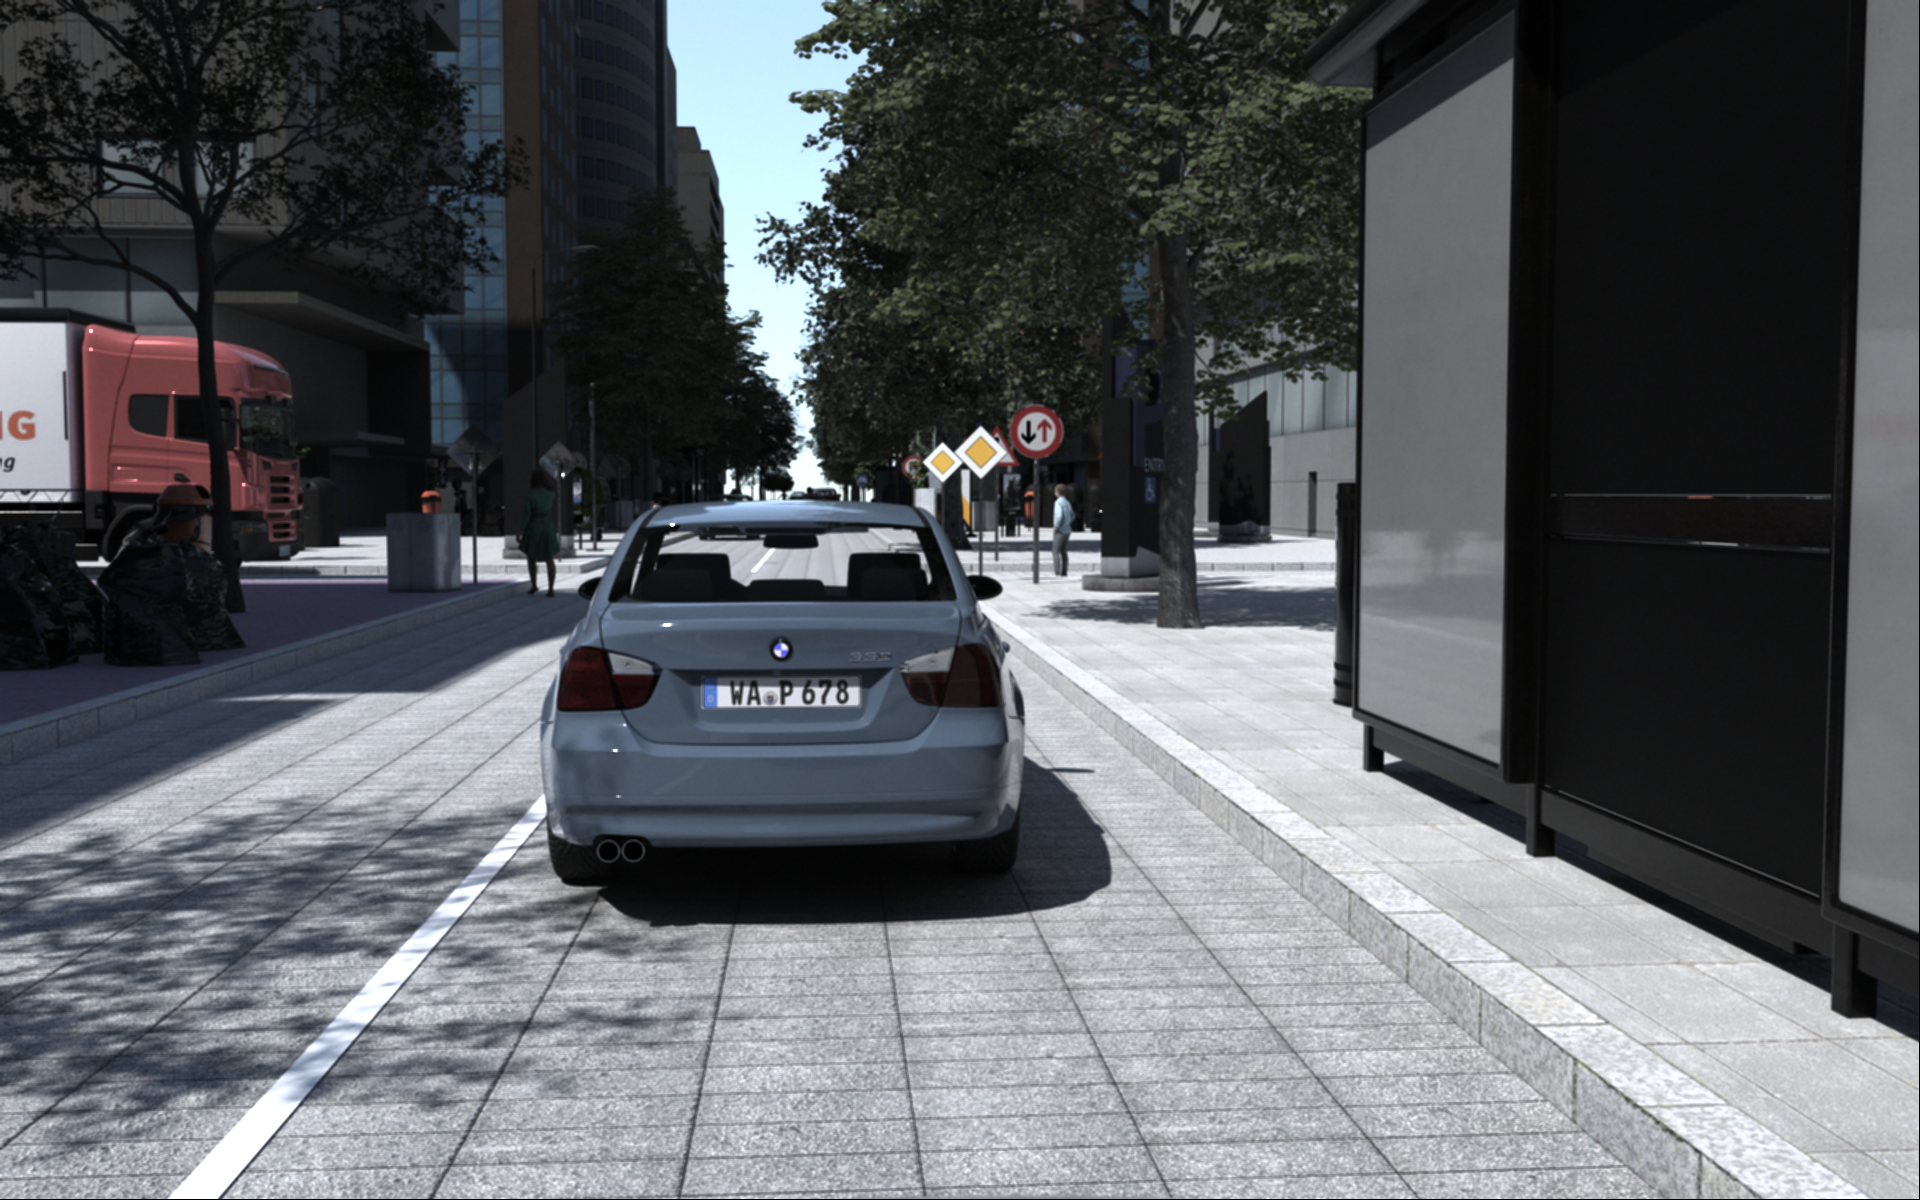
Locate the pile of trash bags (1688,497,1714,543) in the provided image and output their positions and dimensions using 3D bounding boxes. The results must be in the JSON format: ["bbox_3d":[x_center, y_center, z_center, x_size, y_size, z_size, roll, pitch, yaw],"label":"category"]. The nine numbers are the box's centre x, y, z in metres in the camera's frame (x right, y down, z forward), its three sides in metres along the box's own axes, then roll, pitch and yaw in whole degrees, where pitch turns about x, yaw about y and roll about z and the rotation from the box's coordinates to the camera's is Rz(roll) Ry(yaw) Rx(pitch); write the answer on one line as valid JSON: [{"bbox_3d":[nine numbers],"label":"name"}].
[{"bbox_3d":[15.790,-1.881,40.512,3.447,1.369,1.912,2,4,29],"label":"pile of trash bags"}]

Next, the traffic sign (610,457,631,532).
[{"bbox_3d":[-11.634,-3.616,59.227,0.768,2.556,0.104,0,4,4],"label":"traffic sign"}]

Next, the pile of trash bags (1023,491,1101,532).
[{"bbox_3d":[3.756,-3.015,59.041,3.447,1.369,1.912,2,4,25],"label":"pile of trash bags"}]

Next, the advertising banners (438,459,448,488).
[{"bbox_3d":[-24.509,-5.117,79.855,2.074,3.025,0.090,1,4,13],"label":"advertising banners"}]

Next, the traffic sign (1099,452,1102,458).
[{"bbox_3d":[2.483,-1.565,25.598,0.884,2.594,0.081,0,4,-1],"label":"traffic sign"}]

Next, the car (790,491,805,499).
[{"bbox_3d":[-20.810,-13.153,223.717,2.281,1.827,5.304,0,4,-6],"label":"car"}]

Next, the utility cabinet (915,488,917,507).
[{"bbox_3d":[-1.244,-3.776,70.423,0.318,1.500,1.173,3,5,44],"label":"utility cabinet"}]

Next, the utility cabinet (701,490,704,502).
[{"bbox_3d":[-12.538,-4.575,83.477,0.318,1.500,1.173,-2,4,-28],"label":"utility cabinet"}]

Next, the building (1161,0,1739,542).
[{"bbox_3d":[22.062,-28.577,56.474,27.495,52.752,28.713,0,4,-5],"label":"building"}]

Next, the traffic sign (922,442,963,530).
[{"bbox_3d":[-0.333,-1.808,33.206,0.795,2.450,0.064,0,4,-5],"label":"traffic sign"}]

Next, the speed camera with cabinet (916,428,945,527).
[{"bbox_3d":[-0.719,-3.397,49.883,0.660,3.252,2.038,1,4,14],"label":"speed camera with cabinet"}]

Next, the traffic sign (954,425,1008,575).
[{"bbox_3d":[0.300,-1.321,25.246,0.795,2.450,0.064,0,4,-5],"label":"traffic sign"}]

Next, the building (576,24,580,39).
[{"bbox_3d":[-39.596,-26.004,117.053,32.217,40.220,23.993,0,4,-5],"label":"building"}]

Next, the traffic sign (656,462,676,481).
[{"bbox_3d":[-11.761,-4.233,69.322,0.768,2.556,0.104,0,4,-1],"label":"traffic sign"}]

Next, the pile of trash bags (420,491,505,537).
[{"bbox_3d":[-14.542,-2.599,52.249,3.447,1.369,1.912,-2,4,-35],"label":"pile of trash bags"}]

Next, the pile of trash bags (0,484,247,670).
[{"bbox_3d":[-6.844,-0.275,14.249,1.912,1.369,3.447,0,4,-7],"label":"pile of trash bags"}]

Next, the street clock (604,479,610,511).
[{"bbox_3d":[-16.990,-4.781,82.733,0.471,2.002,0.358,-2,4,-32],"label":"street clock"}]

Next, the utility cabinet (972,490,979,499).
[{"bbox_3d":[0.533,-5.391,96.825,1.173,1.500,0.318,2,4,26],"label":"utility cabinet"}]

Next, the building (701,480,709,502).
[{"bbox_3d":[-46.988,-31.584,208.284,32.217,40.220,23.993,0,4,-5],"label":"building"}]

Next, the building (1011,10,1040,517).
[{"bbox_3d":[9.629,-25.582,101.858,14.154,41.232,14.086,0,4,-5],"label":"building"}]

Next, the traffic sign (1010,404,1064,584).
[{"bbox_3d":[1.090,-1.506,24.724,0.768,2.556,0.104,0,4,3],"label":"traffic sign"}]

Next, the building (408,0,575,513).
[{"bbox_3d":[-29.636,-27.388,97.901,14.600,45.320,14.200,0,4,-5],"label":"building"}]

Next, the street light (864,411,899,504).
[{"bbox_3d":[-2.794,-5.491,62.314,1.470,5.913,1.316,0,4,-5],"label":"street light"}]

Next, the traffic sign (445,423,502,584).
[{"bbox_3d":[-6.923,-1.288,24.695,0.795,2.450,0.064,0,4,-5],"label":"traffic sign"}]

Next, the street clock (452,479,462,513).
[{"bbox_3d":[-23.988,-4.773,82.606,0.358,2.002,0.471,2,4,25],"label":"street clock"}]

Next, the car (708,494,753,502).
[{"bbox_3d":[-7.308,-2.769,55.065,2.009,1.686,4.222,0,4,-3],"label":"car"}]

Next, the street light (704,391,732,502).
[{"bbox_3d":[-10.962,-6.463,78.208,1.470,5.913,1.316,0,4,-5],"label":"street light"}]

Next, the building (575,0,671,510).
[{"bbox_3d":[-35.981,-36.801,143.692,21.231,58.520,28.212,0,4,-5],"label":"building"}]

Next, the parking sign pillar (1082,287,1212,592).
[{"bbox_3d":[2.361,-2.122,23.167,1.447,3.967,1.447,2,4,30],"label":"parking sign pillar"}]

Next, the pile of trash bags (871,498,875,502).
[{"bbox_3d":[-4.015,-5.947,106.992,1.912,1.369,3.447,1,4,19],"label":"pile of trash bags"}]

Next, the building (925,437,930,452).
[{"bbox_3d":[4.361,-29.727,169.636,14.154,41.232,14.086,0,4,-5],"label":"building"}]

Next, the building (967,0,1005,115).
[{"bbox_3d":[9.551,-32.309,151.959,21.300,48.544,21.600,0,4,-5],"label":"building"}]

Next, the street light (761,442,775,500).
[{"bbox_3d":[-17.145,-11.131,154.529,1.470,5.913,1.316,0,4,-5],"label":"street light"}]

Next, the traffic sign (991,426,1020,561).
[{"bbox_3d":[0.699,-2.019,33.012,0.884,2.594,0.081,0,4,3],"label":"traffic sign"}]

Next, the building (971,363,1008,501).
[{"bbox_3d":[12.023,-49.663,124.662,22.319,86.520,31.000,0,4,-5],"label":"building"}]

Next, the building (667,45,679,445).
[{"bbox_3d":[-34.516,-31.545,165.870,14.600,45.320,14.200,0,4,-5],"label":"building"}]

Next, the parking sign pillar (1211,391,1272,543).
[{"bbox_3d":[7.526,-3.501,45.721,1.447,3.967,1.447,3,4,36],"label":"parking sign pillar"}]

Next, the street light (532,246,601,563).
[{"bbox_3d":[-7.416,-3.666,32.483,1.470,5.913,1.316,0,4,-5],"label":"street light"}]

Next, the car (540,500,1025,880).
[{"bbox_3d":[-0.758,0.259,7.775,2.014,1.417,4.499,0,4,-5],"label":"car"}]

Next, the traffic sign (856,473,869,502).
[{"bbox_3d":[-6.018,-6.530,106.866,0.768,2.556,0.104,0,4,2],"label":"traffic sign"}]

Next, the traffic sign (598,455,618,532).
[{"bbox_3d":[-11.913,-3.559,58.186,0.884,2.594,0.081,0,4,3],"label":"traffic sign"}]

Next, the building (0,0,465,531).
[{"bbox_3d":[-32.861,-28.695,58.405,28.713,52.752,27.495,0,4,-5],"label":"building"}]

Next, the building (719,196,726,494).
[{"bbox_3d":[-41.155,-36.653,249.394,14.600,45.320,14.200,0,4,-5],"label":"building"}]

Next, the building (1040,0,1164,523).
[{"bbox_3d":[11.465,-26.275,79.708,14.600,45.320,14.200,0,4,-5],"label":"building"}]

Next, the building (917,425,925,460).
[{"bbox_3d":[1.700,-32.134,208.981,14.154,41.232,14.086,0,4,-5],"label":"building"}]

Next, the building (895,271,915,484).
[{"bbox_3d":[1.365,-38.760,257.422,21.300,48.544,21.600,0,4,-5],"label":"building"}]

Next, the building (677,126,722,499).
[{"bbox_3d":[-43.341,-37.156,231.199,21.300,48.544,21.600,0,4,-5],"label":"building"}]

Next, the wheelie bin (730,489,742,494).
[{"bbox_3d":[-13.782,-6.044,106.732,0.980,1.594,0.693,2,4,30],"label":"wheelie bin"}]

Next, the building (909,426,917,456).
[{"bbox_3d":[4.362,-37.409,231.252,23.786,49.044,30.456,0,4,-5],"label":"building"}]

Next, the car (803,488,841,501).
[{"bbox_3d":[-8.203,-5.795,103.419,2.281,1.827,5.304,0,4,-7],"label":"car"}]

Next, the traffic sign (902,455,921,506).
[{"bbox_3d":[-1.539,-3.497,57.284,0.768,2.556,0.104,0,4,-4],"label":"traffic sign"}]

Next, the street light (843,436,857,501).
[{"bbox_3d":[-6.497,-8.281,107.928,1.470,5.913,1.316,0,4,-5],"label":"street light"}]

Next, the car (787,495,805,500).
[{"bbox_3d":[-16.370,-9.848,173.594,1.945,1.354,3.894,0,4,-4],"label":"car"}]

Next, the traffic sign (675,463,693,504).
[{"bbox_3d":[-11.408,-4.362,71.424,0.768,2.556,0.104,0,4,-1],"label":"traffic sign"}]

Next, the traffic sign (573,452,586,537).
[{"bbox_3d":[-11.625,-3.190,52.269,0.768,2.556,0.104,0,4,-4],"label":"traffic sign"}]

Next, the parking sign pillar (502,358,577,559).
[{"bbox_3d":[-8.418,-2.819,34.565,1.447,3.967,1.447,0,4,6],"label":"parking sign pillar"}]

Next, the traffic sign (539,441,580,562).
[{"bbox_3d":[-7.556,-1.774,32.655,0.795,2.450,0.064,0,4,-5],"label":"traffic sign"}]
